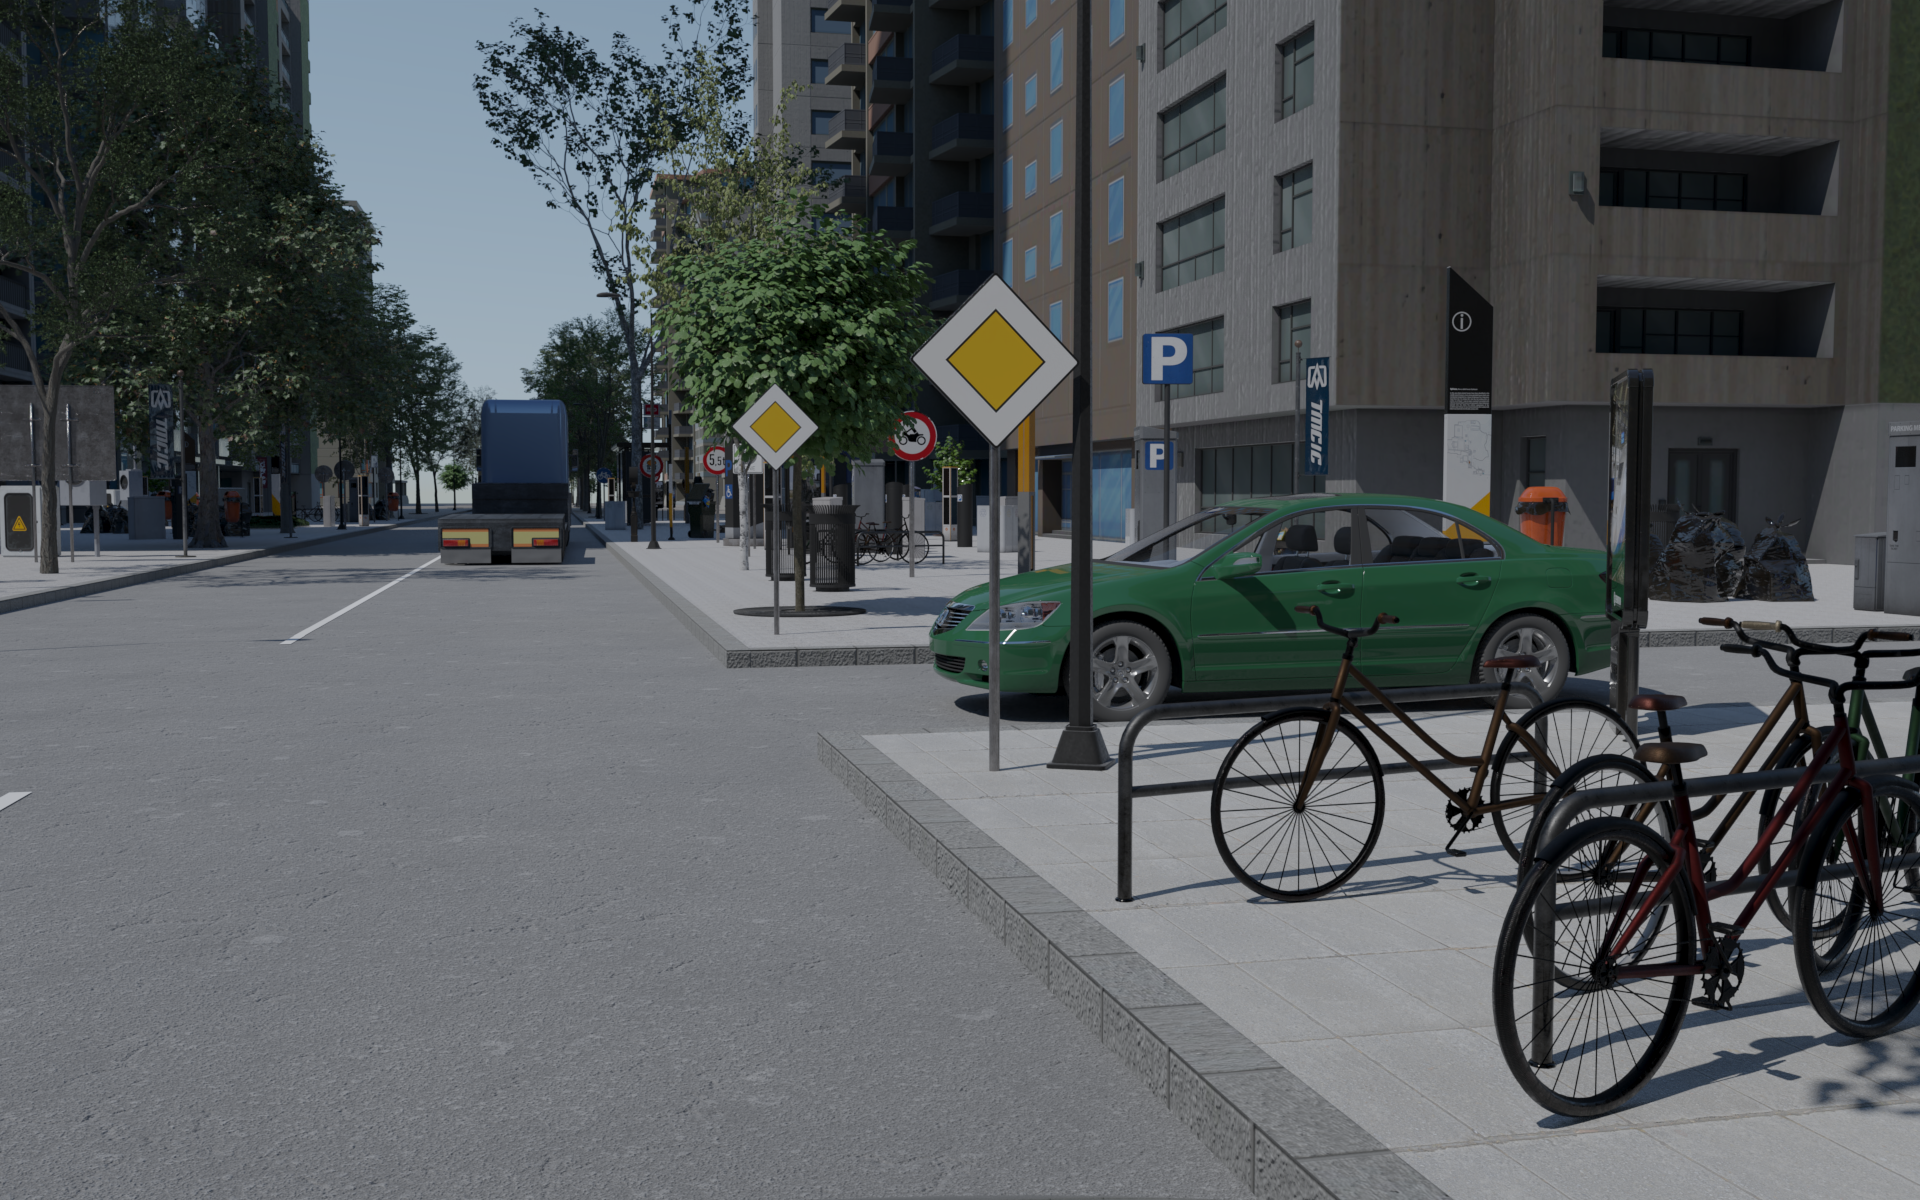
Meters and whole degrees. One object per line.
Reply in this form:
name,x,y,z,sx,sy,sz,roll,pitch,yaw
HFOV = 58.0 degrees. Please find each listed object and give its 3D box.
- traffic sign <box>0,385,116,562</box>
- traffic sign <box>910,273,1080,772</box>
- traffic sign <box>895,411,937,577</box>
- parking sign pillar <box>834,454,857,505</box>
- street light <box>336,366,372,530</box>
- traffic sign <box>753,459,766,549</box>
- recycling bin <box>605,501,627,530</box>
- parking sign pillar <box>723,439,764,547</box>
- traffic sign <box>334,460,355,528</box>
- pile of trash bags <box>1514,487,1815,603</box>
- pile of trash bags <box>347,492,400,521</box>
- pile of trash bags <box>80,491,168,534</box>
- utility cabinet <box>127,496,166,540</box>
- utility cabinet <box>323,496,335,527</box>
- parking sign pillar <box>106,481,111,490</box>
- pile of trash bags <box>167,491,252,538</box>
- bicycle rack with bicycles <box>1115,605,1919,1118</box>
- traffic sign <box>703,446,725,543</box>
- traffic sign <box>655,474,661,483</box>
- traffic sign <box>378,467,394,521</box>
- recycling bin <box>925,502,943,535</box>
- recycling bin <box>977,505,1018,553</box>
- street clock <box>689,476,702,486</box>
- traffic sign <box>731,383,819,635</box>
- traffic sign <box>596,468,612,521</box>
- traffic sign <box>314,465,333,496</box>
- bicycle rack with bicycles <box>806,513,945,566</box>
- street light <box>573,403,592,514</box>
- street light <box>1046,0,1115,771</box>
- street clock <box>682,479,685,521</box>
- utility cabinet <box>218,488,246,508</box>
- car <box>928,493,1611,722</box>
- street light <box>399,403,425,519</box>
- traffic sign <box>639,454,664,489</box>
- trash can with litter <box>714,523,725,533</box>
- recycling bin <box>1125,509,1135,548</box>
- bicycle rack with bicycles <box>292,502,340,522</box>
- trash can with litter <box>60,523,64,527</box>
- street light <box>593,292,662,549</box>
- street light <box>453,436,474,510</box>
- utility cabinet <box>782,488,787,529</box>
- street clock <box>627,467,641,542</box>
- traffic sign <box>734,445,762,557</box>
traffic sign,-17.016,-2.359,32.446,2.265,3.308,0.079,0,4,-8
traffic sign,0.156,-0.264,7.963,0.795,2.450,0.064,-1,4,-13
traffic sign,-0.739,-1.621,26.604,0.768,2.556,0.104,-1,4,-10
parking sign pillar,-3.608,-4.112,55.708,1.447,3.967,1.447,1,4,20
street light,-21.801,-5.501,62.490,1.470,5.913,1.316,-1,4,-13
traffic sign,-4.796,-2.470,40.380,0.884,2.594,0.081,-1,4,-10
recycling bin,-12.402,-3.050,62.427,0.722,1.027,0.722,0,4,-6
parking sign pillar,-5.169,-3.332,42.953,1.447,3.967,1.447,-3,4,-36
traffic sign,-23.074,-3.966,64.942,0.768,2.556,0.104,0,4,-7
pile of trash bags,8.470,-0.700,21.202,3.447,1.369,1.912,0,4,-7
pile of trash bags,-28.399,-4.551,84.161,3.447,1.369,1.912,2,4,35
pile of trash bags,-27.055,-2.871,56.696,3.447,1.369,1.912,1,4,21
utility cabinet,-23.090,-2.325,49.168,0.306,1.237,1.020,2,4,27
utility cabinet,-24.963,-3.508,68.514,0.306,1.237,1.020,-1,4,-11
parking sign pillar,-36.465,-5.217,73.767,1.447,3.967,1.447,-2,4,-26
pile of trash bags,-22.264,-2.588,52.072,1.912,1.369,3.447,-3,4,-39
bicycle rack with bicycles,1.901,0.513,4.996,2.925,0.926,2.852,-2,4,-25
traffic sign,-6.370,-2.776,45.501,0.768,2.556,0.104,-1,4,-9
traffic sign,-14.586,-5.023,82.240,0.768,2.556,0.104,0,4,-6
traffic sign,-27.306,-5.035,82.427,0.768,2.556,0.104,-1,4,-12
recycling bin,-0.703,-2.569,54.556,0.722,1.027,0.722,1,4,10
recycling bin,0.851,-1.567,38.182,0.722,1.027,0.722,2,4,32
street clock,-10.568,-3.998,69.931,0.358,2.002,0.471,1,4,9
traffic sign,-1.675,-0.740,15.736,0.795,2.450,0.064,-1,4,-13
traffic sign,-17.173,-5.106,83.588,0.768,2.556,0.104,-1,4,-12
traffic sign,-27.975,-4.653,76.178,0.768,2.556,0.104,-1,4,-13
bicycle rack with bicycles,-1.710,-1.140,32.014,2.925,0.926,2.852,-2,4,-29
street light,-19.083,-7.107,88.742,1.470,5.913,1.316,-1,4,-13
street light,0.044,-2.162,7.888,1.470,5.913,1.316,-1,4,-13
street clock,-13.014,-4.748,82.203,0.358,2.002,0.471,-2,4,-29
utility cabinet,-25.574,-3.176,60.603,0.318,1.500,1.173,2,4,33
car,2.211,-0.010,11.957,4.920,1.459,2.131,-1,4,-13
street light,-27.909,-7.069,88.125,1.470,5.913,1.316,-1,4,-13
traffic sign,-9.750,-3.345,54.804,0.768,2.556,0.104,-1,4,-11
trash can with litter,-7.638,-2.820,57.493,0.624,1.170,1.055,3,4,38
recycling bin,3.254,-1.061,29.906,0.722,1.027,0.722,0,4,-1
bicycle rack with bicycles,-29.470,-4.113,80.631,2.925,0.926,2.852,-1,4,-15
trash can with litter,-35.185,-3.384,66.718,0.624,1.170,1.055,2,4,33
street light,-7.673,-4.133,40.118,1.470,5.913,1.316,-1,4,-13
street light,-39.414,-10.047,136.803,1.470,5.913,1.316,-1,4,-13
utility cabinet,-5.878,-3.274,62.209,1.173,1.500,0.318,0,4,-7
street clock,-8.699,-2.547,46.207,0.358,2.002,0.471,-1,4,-10
traffic sign,-4.320,-2.032,35.358,0.606,2.300,0.079,0,4,-7
